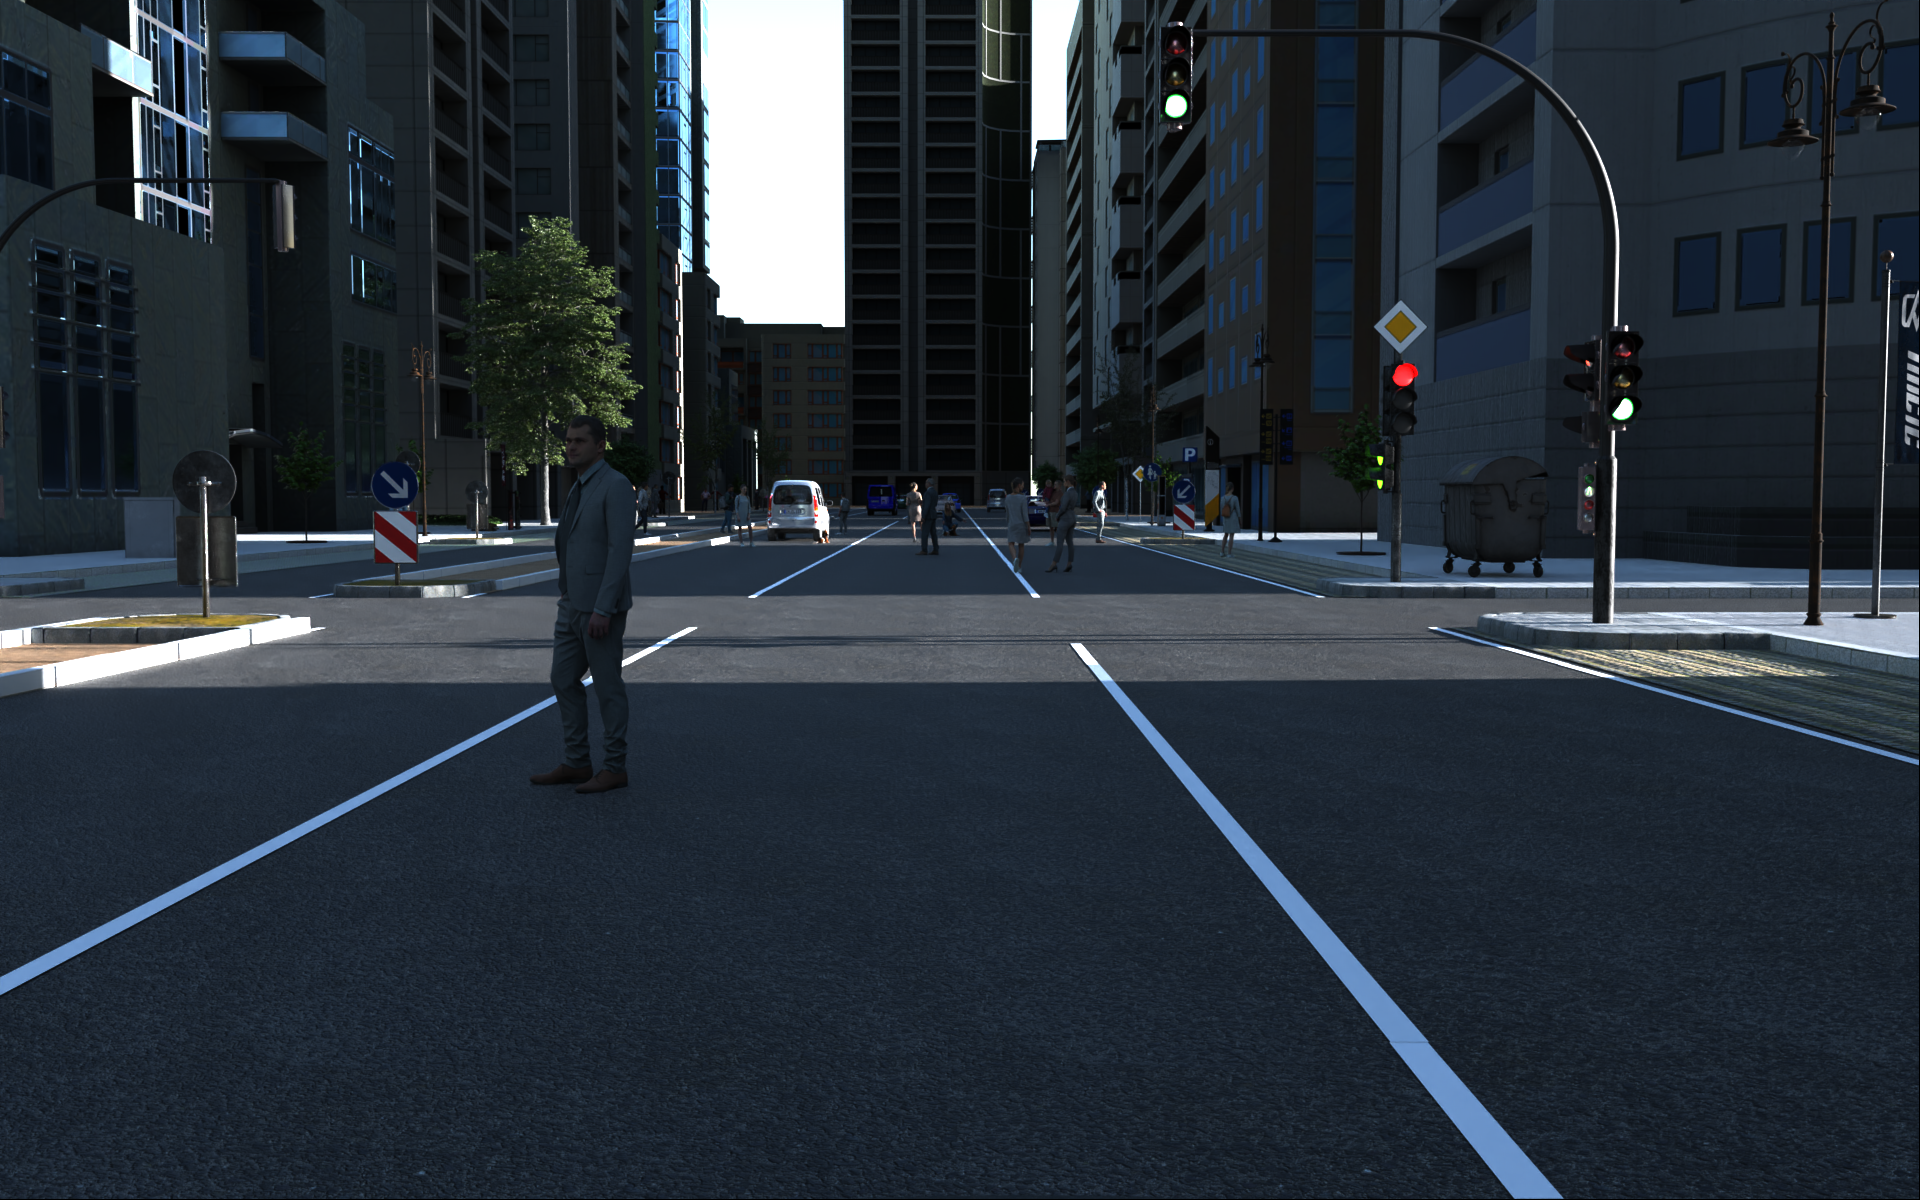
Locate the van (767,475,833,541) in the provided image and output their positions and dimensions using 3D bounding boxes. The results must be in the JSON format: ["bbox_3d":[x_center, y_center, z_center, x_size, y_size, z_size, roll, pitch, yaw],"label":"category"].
[{"bbox_3d":[-5.043,-2.890,54.260,2.013,2.044,4.112,0,4,0],"label":"van"}]

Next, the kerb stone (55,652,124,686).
[{"bbox_3d":[-6.794,0.537,13.409,0.120,0.150,1.000,0,4,0],"label":"kerb stone"}]

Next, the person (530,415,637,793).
[{"bbox_3d":[-1.782,0.011,8.416,0.391,1.810,0.635,-3,5,-43],"label":"person"}]

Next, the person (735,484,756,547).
[{"bbox_3d":[-5.861,-2.285,46.867,0.512,1.701,0.522,-2,4,-35],"label":"person"}]

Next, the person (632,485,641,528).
[{"bbox_3d":[-13.822,-3.964,73.511,0.583,1.804,0.606,0,4,7],"label":"person"}]

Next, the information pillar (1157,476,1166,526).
[{"bbox_3d":[8.041,-3.952,69.105,0.304,2.012,0.304,0,4,-4],"label":"information pillar"}]

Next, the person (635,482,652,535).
[{"bbox_3d":[-11.071,-3.167,60.131,0.795,1.843,0.661,0,4,5],"label":"person"}]

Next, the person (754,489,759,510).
[{"bbox_3d":[-16.766,-8.293,142.431,0.445,1.727,0.742,-1,4,-12],"label":"person"}]

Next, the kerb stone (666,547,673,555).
[{"bbox_3d":[-6.940,-1.127,40.629,0.120,0.150,1.000,0,4,0],"label":"kerb stone"}]

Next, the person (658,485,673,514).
[{"bbox_3d":[-18.793,-6.323,109.389,1.348,1.831,0.705,0,4,7],"label":"person"}]

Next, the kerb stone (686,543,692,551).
[{"bbox_3d":[-6.949,-1.315,43.698,0.120,0.150,1.000,0,4,0],"label":"kerb stone"}]

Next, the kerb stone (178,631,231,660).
[{"bbox_3d":[-6.801,0.416,15.463,0.120,0.150,1.000,0,4,0],"label":"kerb stone"}]

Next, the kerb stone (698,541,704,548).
[{"bbox_3d":[-6.967,-1.440,45.745,0.120,0.150,1.000,0,4,0],"label":"kerb stone"}]

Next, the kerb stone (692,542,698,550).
[{"bbox_3d":[-6.960,-1.375,44.721,0.120,0.150,1.000,0,4,0],"label":"kerb stone"}]

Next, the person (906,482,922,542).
[{"bbox_3d":[-1.296,-2.612,51.547,0.599,1.781,0.374,0,4,7],"label":"person"}]

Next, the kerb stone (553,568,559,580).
[{"bbox_3d":[-6.874,-0.435,29.316,0.120,0.150,1.000,0,4,0],"label":"kerb stone"}]

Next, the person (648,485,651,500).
[{"bbox_3d":[-17.580,-5.553,97.030,0.583,1.804,0.606,1,4,12],"label":"person"}]

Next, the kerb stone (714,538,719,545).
[{"bbox_3d":[-6.982,-1.628,48.817,0.120,0.150,1.000,0,4,0],"label":"kerb stone"}]

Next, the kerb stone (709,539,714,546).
[{"bbox_3d":[-6.981,-1.566,47.793,0.120,0.150,1.000,0,4,0],"label":"kerb stone"}]

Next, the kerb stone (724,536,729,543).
[{"bbox_3d":[-6.988,-1.753,50.861,0.120,0.150,1.000,0,4,0],"label":"kerb stone"}]

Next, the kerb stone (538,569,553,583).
[{"bbox_3d":[-6.871,-0.373,28.288,0.120,0.150,1.000,0,4,0],"label":"kerb stone"}]

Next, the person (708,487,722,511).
[{"bbox_3d":[-18.906,-7.834,134.065,1.348,1.831,0.705,0,4,-2],"label":"person"}]

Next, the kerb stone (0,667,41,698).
[{"bbox_3d":[-6.796,0.600,12.384,0.120,0.150,1.000,0,4,0],"label":"kerb stone"}]

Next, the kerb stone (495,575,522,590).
[{"bbox_3d":[-6.863,-0.245,26.237,0.120,0.150,1.000,0,4,0],"label":"kerb stone"}]

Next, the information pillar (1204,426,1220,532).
[{"bbox_3d":[8.631,-4.158,59.336,0.504,3.616,0.183,-1,4,-11],"label":"information pillar"}]

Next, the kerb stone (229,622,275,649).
[{"bbox_3d":[-6.805,0.349,16.484,0.120,0.150,1.000,0,4,0],"label":"kerb stone"}]

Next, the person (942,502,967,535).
[{"bbox_3d":[-0.266,-2.821,60.117,1.012,1.151,0.738,-1,4,-21],"label":"person"}]

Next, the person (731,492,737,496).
[{"bbox_3d":[-19.247,-8.542,145.693,1.348,1.826,0.705,-1,4,-14],"label":"person"}]

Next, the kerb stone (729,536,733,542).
[{"bbox_3d":[-7.006,-1.812,51.883,0.120,0.150,1.000,0,4,0],"label":"kerb stone"}]

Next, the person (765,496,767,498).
[{"bbox_3d":[-19.478,-10.211,173.671,0.721,1.739,1.217,1,4,8],"label":"person"}]

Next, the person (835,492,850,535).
[{"bbox_3d":[-4.116,-3.049,60.953,0.523,1.515,0.503,0,4,8],"label":"person"}]

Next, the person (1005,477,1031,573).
[{"bbox_3d":[1.056,-1.349,31.310,0.466,1.731,0.760,0,4,-5],"label":"person"}]

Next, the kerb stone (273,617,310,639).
[{"bbox_3d":[-6.816,0.287,17.506,0.120,0.150,1.000,0,4,0],"label":"kerb stone"}]

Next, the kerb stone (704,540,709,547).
[{"bbox_3d":[-6.972,-1.503,46.769,0.120,0.150,1.000,0,4,0],"label":"kerb stone"}]

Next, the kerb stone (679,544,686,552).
[{"bbox_3d":[-6.955,-1.253,42.676,0.120,0.150,1.000,0,4,0],"label":"kerb stone"}]

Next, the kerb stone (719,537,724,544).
[{"bbox_3d":[-6.992,-1.691,49.839,0.120,0.150,1.000,0,4,0],"label":"kerb stone"}]

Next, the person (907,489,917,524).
[{"bbox_3d":[-2.294,-4.518,82.553,0.511,1.800,0.466,-1,4,-19],"label":"person"}]

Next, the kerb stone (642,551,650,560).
[{"bbox_3d":[-6.915,-0.939,37.554,0.120,0.150,1.000,0,4,0],"label":"kerb stone"}]

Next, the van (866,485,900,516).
[{"bbox_3d":[-5.229,-6.894,117.102,2.240,2.365,5.245,0,4,0],"label":"van"}]

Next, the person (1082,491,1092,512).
[{"bbox_3d":[9.192,-7.211,123.927,0.705,1.826,1.348,3,4,37],"label":"person"}]

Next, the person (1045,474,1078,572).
[{"bbox_3d":[1.865,-1.407,31.787,0.573,1.790,0.520,1,4,10],"label":"person"}]

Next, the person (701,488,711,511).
[{"bbox_3d":[-18.795,-7.395,127.886,0.756,1.711,0.436,1,4,10],"label":"person"}]

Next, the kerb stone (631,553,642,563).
[{"bbox_3d":[-6.916,-0.876,36.521,0.120,0.150,1.000,0,4,0],"label":"kerb stone"}]

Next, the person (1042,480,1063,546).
[{"bbox_3d":[2.542,-2.386,47.490,0.580,1.828,0.573,0,4,2],"label":"person"}]

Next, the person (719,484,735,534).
[{"bbox_3d":[-8.282,-3.252,62.010,0.721,1.781,0.623,-1,4,-22],"label":"person"}]

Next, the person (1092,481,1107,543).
[{"bbox_3d":[4.116,-2.584,50.841,0.391,1.810,0.635,1,4,14],"label":"person"}]

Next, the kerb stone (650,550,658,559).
[{"bbox_3d":[-6.926,-0.996,38.585,0.120,0.150,1.000,0,4,0],"label":"kerb stone"}]

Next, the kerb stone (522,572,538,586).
[{"bbox_3d":[-6.863,-0.307,27.259,0.120,0.150,1.000,0,4,0],"label":"kerb stone"}]

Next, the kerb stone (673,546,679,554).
[{"bbox_3d":[-6.950,-1.190,41.651,0.120,0.150,1.000,0,4,0],"label":"kerb stone"}]

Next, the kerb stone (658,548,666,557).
[{"bbox_3d":[-6.935,-1.065,39.606,0.120,0.150,1.000,0,4,0],"label":"kerb stone"}]

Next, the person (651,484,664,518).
[{"bbox_3d":[-16.483,-5.363,93.853,0.853,1.813,0.709,0,4,4],"label":"person"}]

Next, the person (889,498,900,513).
[{"bbox_3d":[-5.248,-7.583,132.513,1.348,1.821,0.705,0,4,3],"label":"person"}]

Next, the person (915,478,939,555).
[{"bbox_3d":[-0.793,-1.966,40.814,0.590,1.801,0.661,1,4,21],"label":"person"}]

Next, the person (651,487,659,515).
[{"bbox_3d":[-19.109,-6.220,108.411,0.551,1.740,0.621,1,4,15],"label":"person"}]

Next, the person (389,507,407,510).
[{"bbox_3d":[-14.340,-2.063,44.038,0.330,1.601,0.589,2,4,35],"label":"person"}]

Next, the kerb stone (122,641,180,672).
[{"bbox_3d":[-6.803,0.482,14.431,0.120,0.150,1.000,0,4,0],"label":"kerb stone"}]

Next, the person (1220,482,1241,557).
[{"bbox_3d":[6.078,-1.807,39.054,0.512,1.701,0.522,2,4,31],"label":"person"}]

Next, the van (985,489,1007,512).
[{"bbox_3d":[2.979,-7.984,137.554,2.013,2.044,4.112,0,4,2],"label":"van"}]
